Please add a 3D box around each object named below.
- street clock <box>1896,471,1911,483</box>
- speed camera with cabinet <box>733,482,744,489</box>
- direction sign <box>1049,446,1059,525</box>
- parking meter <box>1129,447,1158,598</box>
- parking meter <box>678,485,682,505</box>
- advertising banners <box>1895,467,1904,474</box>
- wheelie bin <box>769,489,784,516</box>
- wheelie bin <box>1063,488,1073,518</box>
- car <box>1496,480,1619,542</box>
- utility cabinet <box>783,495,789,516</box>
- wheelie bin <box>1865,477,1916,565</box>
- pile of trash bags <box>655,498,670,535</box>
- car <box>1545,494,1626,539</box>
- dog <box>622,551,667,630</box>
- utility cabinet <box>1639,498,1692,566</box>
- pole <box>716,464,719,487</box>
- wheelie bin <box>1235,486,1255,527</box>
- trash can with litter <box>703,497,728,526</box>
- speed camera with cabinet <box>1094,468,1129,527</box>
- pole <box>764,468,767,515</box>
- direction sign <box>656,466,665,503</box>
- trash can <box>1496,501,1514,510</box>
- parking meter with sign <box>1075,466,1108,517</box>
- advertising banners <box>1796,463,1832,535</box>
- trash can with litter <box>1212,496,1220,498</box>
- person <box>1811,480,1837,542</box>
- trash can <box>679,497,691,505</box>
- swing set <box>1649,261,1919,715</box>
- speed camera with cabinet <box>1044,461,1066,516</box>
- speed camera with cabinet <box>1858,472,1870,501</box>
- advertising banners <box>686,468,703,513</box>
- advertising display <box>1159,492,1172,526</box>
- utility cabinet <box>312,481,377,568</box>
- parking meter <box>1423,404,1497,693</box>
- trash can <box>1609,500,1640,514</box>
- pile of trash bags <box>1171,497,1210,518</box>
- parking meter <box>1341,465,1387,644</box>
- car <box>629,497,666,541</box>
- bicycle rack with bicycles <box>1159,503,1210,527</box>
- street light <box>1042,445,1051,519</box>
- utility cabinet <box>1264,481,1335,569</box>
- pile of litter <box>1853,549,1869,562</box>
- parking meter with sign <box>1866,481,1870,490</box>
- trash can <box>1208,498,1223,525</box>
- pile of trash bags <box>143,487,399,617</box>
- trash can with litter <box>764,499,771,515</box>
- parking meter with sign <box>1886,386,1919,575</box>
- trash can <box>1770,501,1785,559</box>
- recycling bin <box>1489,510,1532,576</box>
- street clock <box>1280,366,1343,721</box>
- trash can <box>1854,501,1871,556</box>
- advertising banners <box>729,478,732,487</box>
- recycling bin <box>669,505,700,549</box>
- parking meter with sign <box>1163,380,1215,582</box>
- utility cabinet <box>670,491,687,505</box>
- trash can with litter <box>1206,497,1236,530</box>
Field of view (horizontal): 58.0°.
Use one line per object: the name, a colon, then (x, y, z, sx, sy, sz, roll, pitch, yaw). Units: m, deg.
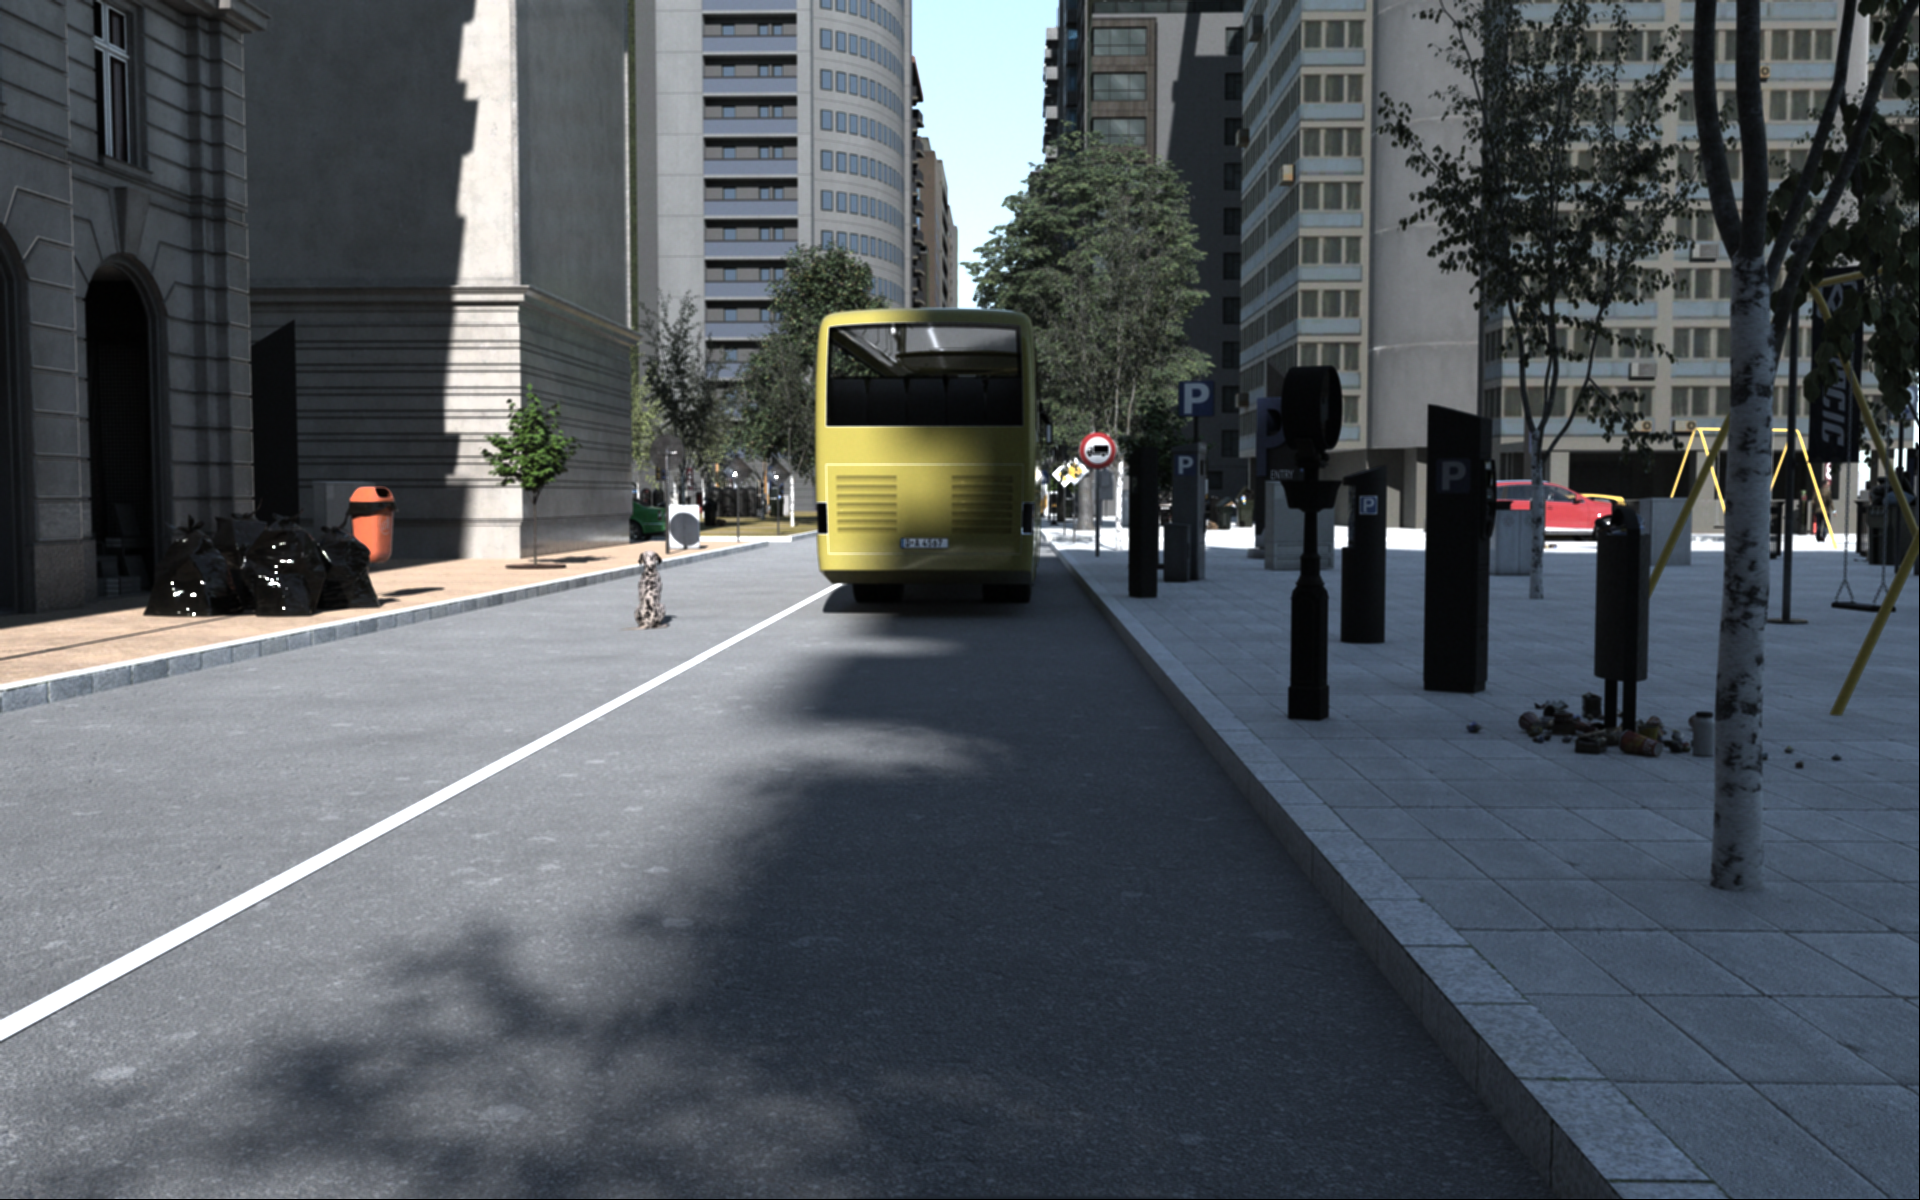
street clock: (29.890, -3.081, 54.937, 0.471, 2.002, 0.358, -2, 4, -33)
speed camera with cabinet: (-13.110, -6.608, 102.375, 0.660, 3.252, 2.038, 0, 4, -8)
direction sign: (3.899, -4.877, 71.729, 0.379, 3.537, 0.876, 0, 4, 0)
parking meter: (2.280, -0.970, 21.564, 0.255, 1.863, 0.399, -1, 4, -16)
parking meter: (-18.194, -6.562, 113.007, 0.255, 1.863, 0.399, -2, 4, -34)
advertising banners: (59.917, -7.089, 112.097, 2.074, 3.025, 0.090, 1, 4, 19)
wheelie bin: (-10.522, -5.595, 99.383, 0.980, 1.594, 0.693, 2, 4, 35)
wheelie bin: (5.501, -5.103, 91.344, 0.693, 1.594, 0.980, 3, 5, 44)
car: (16.079, -2.413, 48.130, 5.304, 1.827, 2.281, 0, 4, 0)
utility cabinet: (-10.558, -5.570, 102.236, 0.306, 1.237, 1.020, 3, 5, 42)
wheelie bin: (16.872, -1.435, 31.366, 0.693, 1.594, 0.980, -1, 4, -15)
pile of trash bags: (-10.567, -2.753, 54.772, 3.447, 1.369, 1.912, 1, 4, 17)
car: (17.616, -2.454, 50.342, 3.980, 1.641, 2.015, 0, 4, 3)
dog: (-3.417, -0.104, 18.544, 0.513, 0.831, 0.800, 2, 4, 31)
utility cabinet: (12.683, -1.223, 31.159, 1.020, 1.237, 0.306, -2, 4, -25)
pole: (-16.297, -7.491, 116.313, 0.158, 3.312, 0.155, 0, 3, 0)
wheelie bin: (11.060, -3.623, 67.152, 0.693, 1.594, 0.980, 0, 4, -2)
trash can with litter: (-9.724, -3.521, 68.962, 1.055, 1.170, 0.624, 2, 4, 29)
speed camera with cabinet: (6.343, -4.524, 68.305, 2.038, 3.252, 0.660, 0, 4, -6)
pole: (-12.211, -7.009, 108.442, 0.158, 3.312, 0.155, 0, 3, 0)
direction sign: (-17.025, -6.519, 98.586, 0.379, 3.537, 0.876, 2, 4, 29)
trash can: (11.345, -1.534, 36.733, 0.748, 1.137, 0.748, 0, 3, 0)
parking meter with sign: (7.228, -6.061, 95.360, 1.738, 3.016, 0.543, 1, 4, 12)
advertising banners: (26.946, -3.567, 54.516, 2.074, 3.025, 0.090, -2, 4, -35)
trash can with litter: (10.897, -3.967, 75.919, 2.233, 1.210, 1.678, -3, 5, -45)
person: (24.350, -2.472, 48.827, 0.656, 1.842, 0.836, 2, 4, 26)
trash can: (-15.500, -5.260, 97.658, 0.748, 1.137, 0.748, 0, 3, 0)
swing set: (6.375, -0.842, 11.384, 2.862, 2.851, 3.119, 0, 4, -5)
speed camera with cabinet: (5.801, -6.593, 102.124, 2.038, 3.252, 0.660, -3, 4, -38)
speed camera with cabinet: (37.177, -4.696, 71.111, 0.660, 3.252, 2.038, 0, 4, -7)
advertising banners: (-17.335, -7.294, 115.440, 2.074, 3.025, 0.090, 1, 4, 20)
advertising display: (8.267, -3.951, 69.820, 0.974, 1.923, 0.123, 1, 4, 22)
utility cabinet: (-10.387, -1.261, 29.292, 0.318, 1.500, 1.173, 1, 4, 23)
parking meter: (3.251, -0.340, 11.262, 0.399, 1.863, 0.255, 2, 4, 33)
trash can: (15.314, -1.725, 39.852, 0.748, 1.137, 0.748, 0, 3, 0)
pile of trash bags: (12.669, -5.089, 92.960, 3.447, 1.369, 1.912, 0, 4, -7)
parking meter: (3.495, -0.402, 14.990, 0.372, 1.533, 0.369, 0, 3, 0)
car: (-10.817, -2.557, 50.611, 4.718, 1.807, 1.959, 0, 4, 1)
bicycle rack with bicycles: (8.850, -3.285, 67.095, 2.925, 0.926, 2.852, -1, 4, -10)
street light: (4.620, -7.129, 89.342, 0.468, 5.910, 1.993, 0, 4, 2)
utility cabinet: (5.747, -1.259, 29.269, 1.173, 1.500, 0.318, -1, 4, -20)
pile of litter: (17.912, -1.176, 33.190, 1.719, 0.858, 1.176, 0, 4, -5)
parking meter with sign: (52.867, -6.390, 100.745, 1.738, 3.016, 0.543, 2, 4, 32)
trash can: (9.643, -3.248, 64.754, 0.748, 1.137, 0.748, 0, 3, 0)
pile of trash bags: (-7.458, -0.605, 19.642, 1.912, 1.369, 3.447, 1, 4, 13)
trash can with litter: (-12.035, -5.844, 106.934, 1.055, 1.170, 0.624, -2, 4, -25)
parking meter with sign: (15.373, -1.885, 27.078, 0.543, 3.016, 1.738, -1, 4, -18)
trash can: (15.972, -1.390, 34.377, 0.748, 1.137, 0.748, 0, 3, 0)
recycling bin: (8.772, -0.920, 27.592, 0.722, 1.027, 0.722, 0, 4, -4)
street clock: (1.996, -0.324, 9.863, 0.358, 2.002, 0.471, 2, 4, 27)
trash can: (18.865, -1.476, 35.782, 0.748, 1.137, 0.748, 0, 3, 0)
advertising banners: (-14.974, -7.311, 115.729, 0.090, 3.025, 2.074, 2, 4, 24)
recycling bin: (-6.466, -1.714, 40.578, 0.722, 1.027, 0.722, -1, 4, -9)
parking meter with sign: (3.402, -1.815, 25.934, 0.543, 3.016, 1.738, 1, 4, 17)
utility cabinet: (-19.801, -6.920, 121.826, 1.173, 1.500, 0.318, -1, 4, -9)
trash can with litter: (9.360, -3.118, 62.363, 1.055, 1.170, 0.624, -2, 4, -30)
